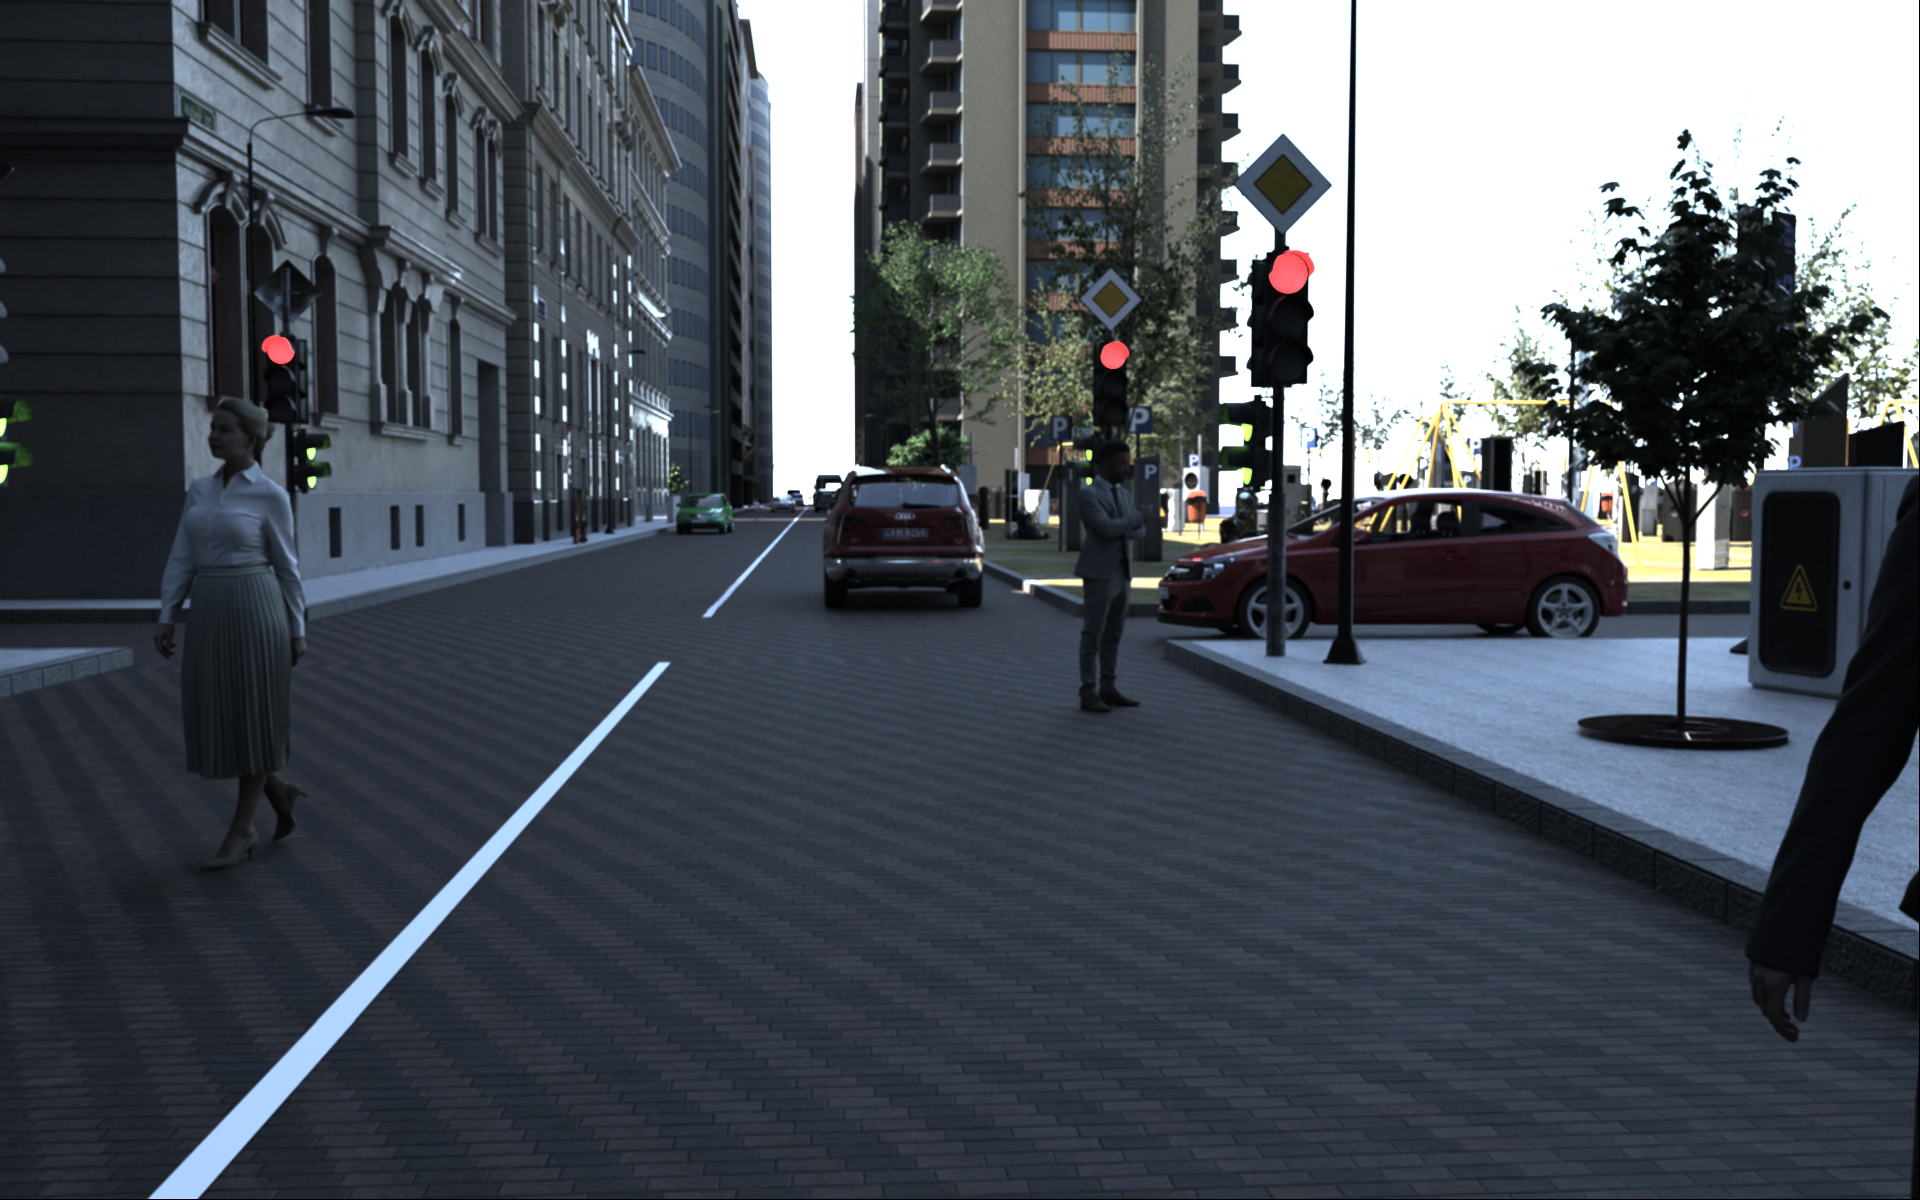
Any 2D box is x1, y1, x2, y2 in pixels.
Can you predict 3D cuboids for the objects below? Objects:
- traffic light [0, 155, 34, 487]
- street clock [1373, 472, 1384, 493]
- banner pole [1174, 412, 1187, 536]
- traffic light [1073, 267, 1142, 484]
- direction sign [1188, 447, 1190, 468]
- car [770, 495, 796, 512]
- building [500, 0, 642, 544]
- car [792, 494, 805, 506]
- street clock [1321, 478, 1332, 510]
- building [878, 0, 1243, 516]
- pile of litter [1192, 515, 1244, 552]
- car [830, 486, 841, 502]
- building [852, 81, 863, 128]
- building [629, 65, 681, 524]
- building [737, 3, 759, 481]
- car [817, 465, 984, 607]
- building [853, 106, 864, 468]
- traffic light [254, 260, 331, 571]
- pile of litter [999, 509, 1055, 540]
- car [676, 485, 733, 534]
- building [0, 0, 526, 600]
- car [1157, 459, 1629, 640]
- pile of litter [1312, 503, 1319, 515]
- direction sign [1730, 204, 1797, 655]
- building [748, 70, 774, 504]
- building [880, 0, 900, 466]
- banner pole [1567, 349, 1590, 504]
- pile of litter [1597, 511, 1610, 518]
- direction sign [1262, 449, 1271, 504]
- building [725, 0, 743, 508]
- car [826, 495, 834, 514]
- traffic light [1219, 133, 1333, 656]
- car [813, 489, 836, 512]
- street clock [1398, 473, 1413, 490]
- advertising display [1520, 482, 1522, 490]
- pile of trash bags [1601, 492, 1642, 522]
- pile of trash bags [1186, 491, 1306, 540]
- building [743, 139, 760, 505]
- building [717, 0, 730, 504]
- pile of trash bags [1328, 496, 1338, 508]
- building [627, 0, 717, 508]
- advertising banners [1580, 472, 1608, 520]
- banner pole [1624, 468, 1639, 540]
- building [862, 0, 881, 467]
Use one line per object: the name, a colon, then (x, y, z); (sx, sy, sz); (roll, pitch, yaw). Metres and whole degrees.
traffic light: (-7.387, -1.463, 12.837); (0.839, 4.253, 0.868); (0, 4, -5)
street clock: (13.987, -3.260, 57.875); (0.358, 2.002, 0.471); (3, 4, 36)
banner pole: (6.739, -3.841, 52.813); (0.401, 3.779, 0.863); (0, 4, 4)
traffic light: (1.844, -1.999, 21.611); (0.839, 4.253, 0.868); (0, 4, -5)
direction sign: (10.966, -5.572, 83.104); (0.379, 3.537, 0.876); (0, 4, 3)
car: (-14.017, -7.644, 137.339); (2.083, 1.381, 4.827); (0, 4, -5)
building: (-17.539, -15.781, 55.291); (12.463, 27.353, 25.104); (0, 4, -5)
car: (-18.967, -11.744, 201.604); (1.945, 1.707, 3.694); (0, 4, -6)
street clock: (16.790, -4.575, 79.371); (0.471, 2.002, 0.358); (3, 5, 44)
building: (5.909, -28.106, 114.154); (22.147, 44.769, 28.867); (0, 4, -5)
pile of litter: (5.269, -1.313, 35.440); (1.176, 0.858, 1.719); (2, 4, 35)
car: (-5.129, -4.502, 82.283); (2.281, 1.827, 5.304); (0, 4, -5)
building: (1.132, -38.475, 218.307); (28.713, 52.752, 27.495); (0, 4, -5)
building: (-19.237, -14.820, 78.459); (11.583, 22.565, 21.152); (0, 4, -5)
building: (-36.854, -36.806, 191.023); (28.713, 52.752, 27.495); (0, 4, -5)
car: (-0.819, -0.910, 23.560); (2.281, 1.827, 5.304); (0, 4, -3)
building: (-5.060, -33.434, 196.763); (14.600, 45.320, 14.200); (0, 4, -5)
traffic light: (-8.033, -1.950, 20.796); (0.839, 4.253, 0.868); (0, 4, -5)
pile of litter: (1.914, -2.154, 49.184); (1.176, 0.858, 1.719); (-3, 5, -39)
car: (-9.324, -3.339, 63.391); (1.959, 1.807, 4.718); (0, 4, -3)
building: (-16.457, -14.891, 30.865); (14.401, 28.519, 23.554); (0, 4, -5)
car: (4.172, -0.484, 16.950); (4.494, 1.783, 2.155); (0, 4, -3)
pile of litter: (20.489, -5.152, 98.206); (1.719, 0.858, 1.176); (3, 4, 39)
direction sign: (6.418, -1.338, 13.869); (0.876, 3.537, 0.379); (-3, 4, -38)
building: (-36.164, -42.288, 233.411); (21.231, 58.520, 28.212); (0, 4, -5)
building: (0.710, -27.678, 136.132); (14.154, 41.232, 14.086); (0, 4, -5)
banner pole: (8.523, -2.072, 23.894); (0.401, 3.779, 0.863); (3, 5, 42)
pile of litter: (34.324, -4.749, 91.616); (1.719, 0.858, 1.176); (-3, 5, -43)
direction sign: (15.298, -5.832, 87.353); (0.379, 3.537, 0.876); (-3, 5, -45)
building: (-29.938, -32.085, 148.285); (21.300, 48.544, 21.600); (0, 4, -5)
car: (-7.970, -6.302, 115.399); (2.083, 1.381, 4.827); (0, 4, -5)
traffic light: (2.490, -1.513, 13.652); (0.839, 4.253, 0.868); (0, 4, -5)
car: (-10.479, -7.859, 137.163); (2.281, 1.827, 5.304); (0, 4, -6)
street clock: (15.161, -3.331, 59.026); (0.471, 2.002, 0.358); (0, 4, -3)
advertising display: (29.280, -5.187, 90.027); (0.123, 1.923, 0.974); (0, 4, -1)
pile of trash bags: (30.589, -4.161, 77.789); (3.447, 1.369, 1.912); (2, 4, 25)
pile of trash bags: (8.106, -2.406, 49.097); (3.447, 1.369, 1.912); (0, 4, -6)
building: (-32.063, -34.419, 212.867); (14.600, 45.320, 14.200); (0, 4, -5)
building: (-24.960, -27.340, 130.600); (14.154, 41.232, 14.086); (0, 4, -5)
pile of trash bags: (21.357, -5.145, 93.868); (3.447, 1.369, 1.912); (1, 4, 12)
building: (-26.481, -34.610, 107.880); (21.231, 58.520, 28.212); (0, 4, -5)
advertising banners: (31.542, -5.531, 86.626); (2.074, 3.025, 0.090); (-1, 4, -15)
banner pole: (18.869, -3.594, 48.779); (0.401, 3.779, 0.863); (0, 4, -1)
building: (1.652, -37.676, 157.995); (21.231, 58.520, 28.212); (0, 4, -5)
